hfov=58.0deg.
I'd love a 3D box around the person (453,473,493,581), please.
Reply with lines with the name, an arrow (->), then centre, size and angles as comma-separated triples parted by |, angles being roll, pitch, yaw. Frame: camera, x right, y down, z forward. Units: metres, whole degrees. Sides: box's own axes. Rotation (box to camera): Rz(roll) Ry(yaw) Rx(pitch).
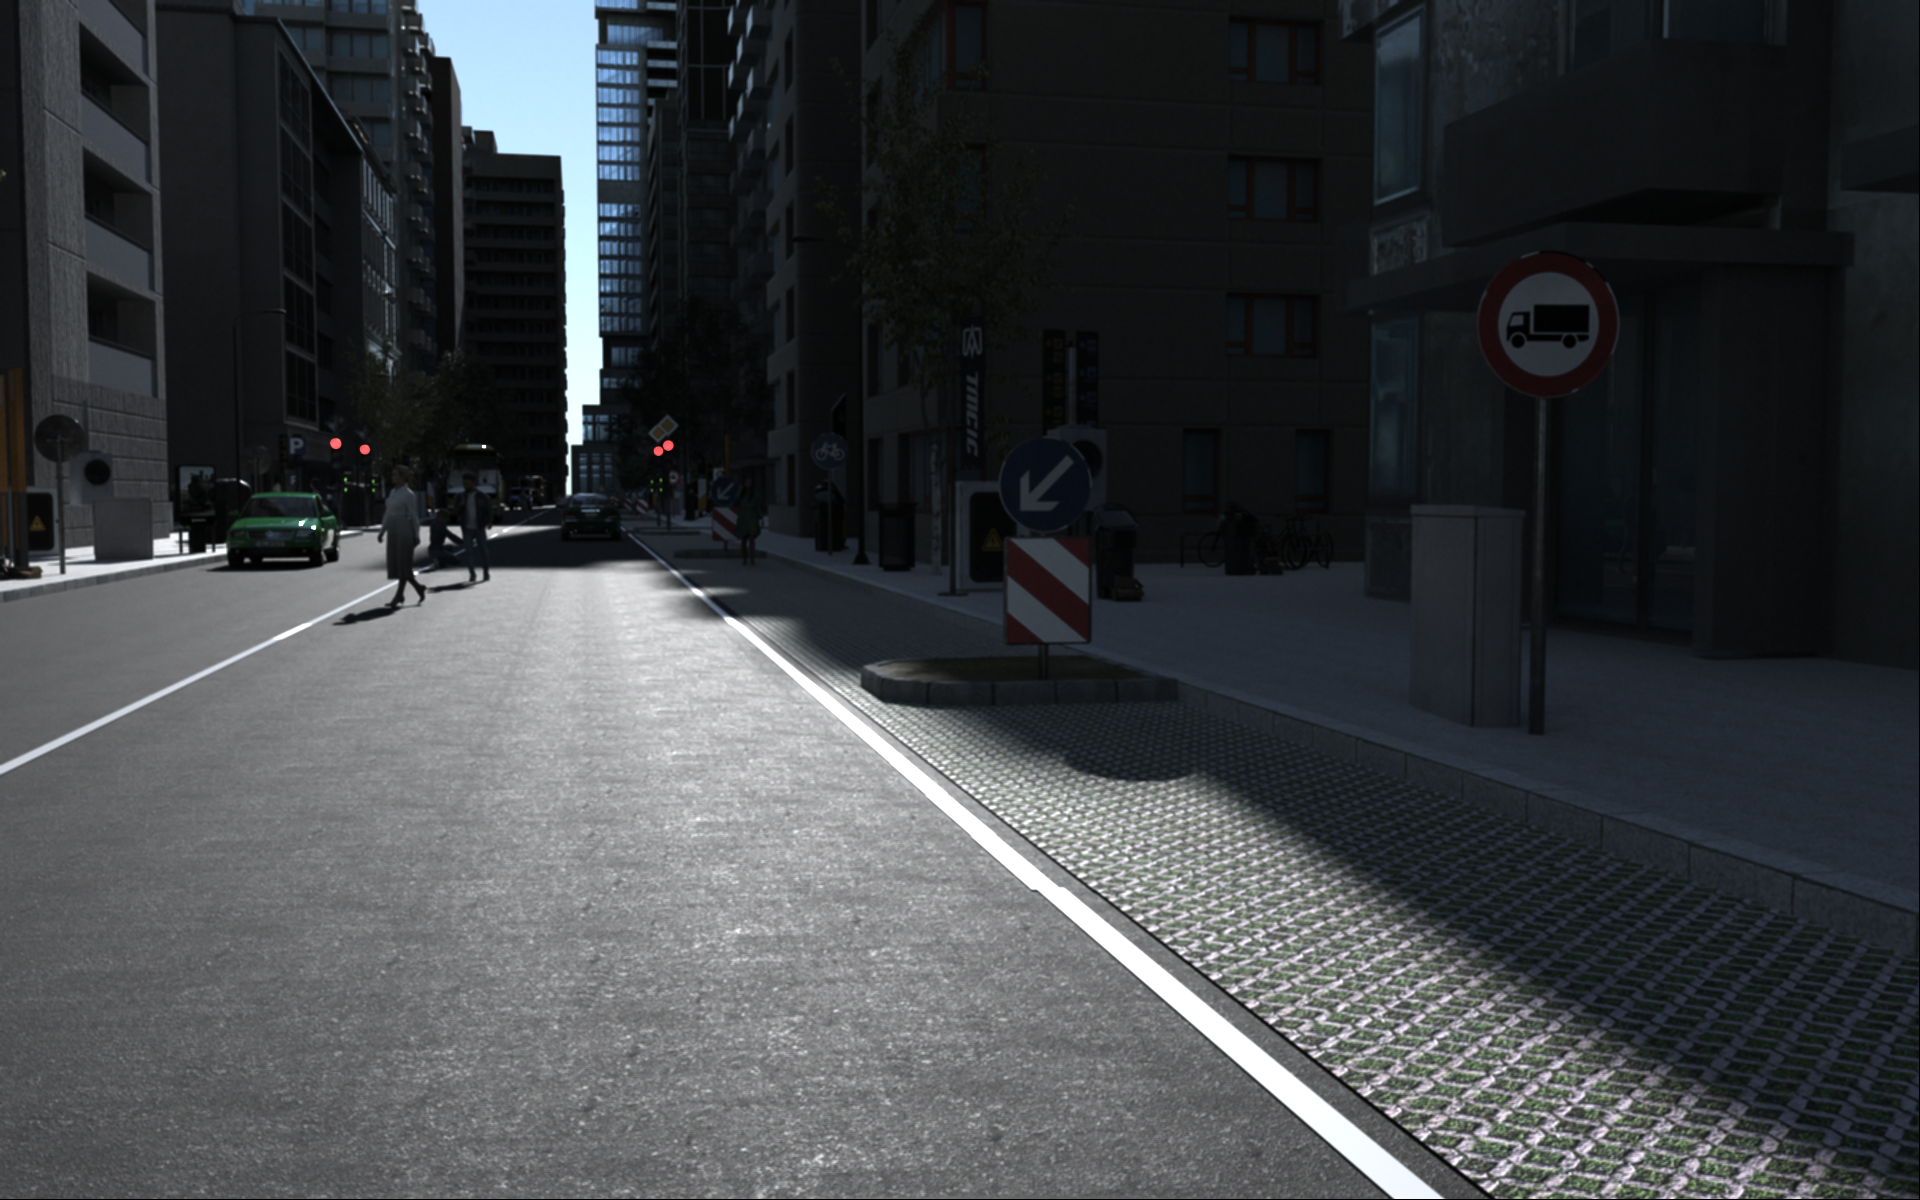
person -> -8.004, -1.202, 28.494 | 0.623, 1.781, 0.721 | -1, 4, -19

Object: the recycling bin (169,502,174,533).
recycling bin -> -26.320, -2.707, 56.806 | 0.722, 1.027, 0.722 | 0, 4, 3

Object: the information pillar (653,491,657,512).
information pillar -> -21.355, -7.960, 121.498 | 0.183, 3.616, 0.504 | 3, 4, 37

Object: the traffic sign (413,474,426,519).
traffic sign -> -28.073, -5.374, 89.996 | 0.606, 2.300, 0.079 | -1, 4, -12

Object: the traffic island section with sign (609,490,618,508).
traffic island section with sign -> -23.036, -6.791, 119.657 | 1.989, 1.847, 2.006 | -1, 4, -12

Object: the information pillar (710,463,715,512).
information pillar -> -17.974, -8.191, 125.274 | 0.504, 3.616, 0.183 | -3, 4, -36

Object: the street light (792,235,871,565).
street light -> -2.329, -3.597, 31.356 | 1.470, 5.913, 1.316 | -1, 4, -12

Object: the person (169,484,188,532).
person -> -28.242, -3.333, 63.217 | 1.509, 1.804, 0.699 | 0, 4, -7

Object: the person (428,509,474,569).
person -> -10.000, -1.199, 33.598 | 0.738, 1.151, 1.012 | -3, 5, -41

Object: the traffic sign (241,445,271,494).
traffic sign -> -18.410, -2.765, 45.314 | 0.768, 2.556, 0.104 | 0, 4, -4

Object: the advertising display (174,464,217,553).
advertising display -> -16.664, -1.993, 37.793 | 0.123, 1.923, 0.974 | 2, 4, 27

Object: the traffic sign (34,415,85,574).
traffic sign -> -14.420, -1.691, 27.762 | 0.768, 2.556, 0.104 | 0, 4, -8

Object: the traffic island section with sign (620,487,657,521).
traffic island section with sign -> -17.200, -5.157, 92.947 | 1.989, 1.847, 2.006 | -1, 4, -12

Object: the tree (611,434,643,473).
tree -> -40.081, -15.807, 208.800 | 4.360, 8.622, 3.978 | 0, 3, 0

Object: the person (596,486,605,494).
person -> -15.659, -4.091, 75.573 | 0.537, 1.800, 0.526 | 1, 4, 13

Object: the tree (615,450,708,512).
tree -> -20.266, -8.136, 116.734 | 4.285, 4.588, 4.351 | 0, 3, 0

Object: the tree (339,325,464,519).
tree -> -25.201, -7.690, 76.095 | 4.737, 8.622, 4.395 | 0, 3, 0

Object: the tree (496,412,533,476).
tree -> -56.914, -17.712, 215.353 | 9.928, 11.665, 9.643 | 0, 3, 0

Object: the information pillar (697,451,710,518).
information pillar -> -13.977, -6.262, 93.745 | 0.504, 3.616, 0.183 | 1, 4, 18

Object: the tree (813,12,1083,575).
tree -> -0.320, -4.684, 26.943 | 4.737, 8.622, 4.395 | 0, 3, 0

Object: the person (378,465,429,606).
person -> -7.158, -0.832, 22.334 | 0.641, 1.798, 0.478 | -3, 5, -43

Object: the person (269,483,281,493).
person -> -23.784, -3.152, 60.226 | 0.537, 1.800, 0.526 | -1, 4, -15

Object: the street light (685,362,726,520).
street light -> -8.851, -5.427, 61.266 | 1.470, 5.913, 1.316 | -1, 4, -12

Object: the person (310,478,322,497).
person -> -16.204, -2.136, 43.428 | 0.388, 1.821, 0.555 | -2, 4, -33

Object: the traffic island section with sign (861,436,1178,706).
traffic island section with sign -> 0.324, -0.244, 12.617 | 1.989, 1.847, 2.006 | -1, 4, -12

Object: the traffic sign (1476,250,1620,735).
traffic sign -> 3.080, -0.555, 9.177 | 0.768, 2.556, 0.104 | 0, 4, -4

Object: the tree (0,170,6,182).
tree -> -13.153, -4.266, 20.118 | 4.360, 8.622, 3.978 | 0, 3, 0

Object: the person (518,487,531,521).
person -> -23.022, -5.061, 91.582 | 0.599, 1.781, 0.374 | 1, 4, 21

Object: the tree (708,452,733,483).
tree -> -18.455, -8.816, 127.856 | 4.285, 4.588, 4.351 | 0, 3, 0

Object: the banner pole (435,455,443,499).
banner pole -> -33.166, -7.357, 110.302 | 0.401, 3.779, 0.863 | 1, 4, 23

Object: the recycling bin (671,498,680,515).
recycling bin -> -17.900, -5.826, 107.806 | 0.722, 1.027, 0.722 | 2, 4, 28

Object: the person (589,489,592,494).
person -> -29.682, -8.016, 139.576 | 0.388, 1.821, 0.555 | 0, 4, -4

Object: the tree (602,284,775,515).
tree -> -11.183, -8.761, 77.649 | 7.601, 10.594, 8.767 | 0, 4, 1

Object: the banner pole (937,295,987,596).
banner pole -> 0.054, -1.936, 21.667 | 0.401, 3.779, 0.863 | -3, 5, -39

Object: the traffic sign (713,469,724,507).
traffic sign -> -9.457, -4.061, 68.527 | 0.606, 2.300, 0.079 | 0, 4, -8

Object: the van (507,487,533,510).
van -> -39.771, -9.320, 156.773 | 2.240, 2.365, 5.245 | -1, 4, -12

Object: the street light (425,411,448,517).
street light -> -29.156, -7.573, 96.367 | 1.470, 5.913, 1.316 | -1, 4, -12

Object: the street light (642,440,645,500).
street light -> -20.252, -8.621, 113.501 | 1.470, 5.913, 1.316 | -1, 4, -12

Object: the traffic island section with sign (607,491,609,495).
traffic island section with sign -> -33.668, -9.768, 168.331 | 1.989, 1.847, 2.006 | -1, 4, -12

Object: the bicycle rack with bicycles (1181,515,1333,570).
bicycle rack with bicycles -> 5.296, -1.013, 29.946 | 2.925, 0.926, 2.852 | -2, 4, -29

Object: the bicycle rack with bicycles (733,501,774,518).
bicycle rack with bicycles -> -10.865, -4.530, 87.450 | 2.925, 0.926, 2.852 | 3, 4, 36

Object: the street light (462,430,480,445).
street light -> -35.454, -9.349, 125.399 | 1.470, 5.913, 1.316 | -1, 4, -12

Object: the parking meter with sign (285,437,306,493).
parking meter with sign -> -20.637, -3.513, 53.699 | 0.543, 3.016, 1.738 | -2, 4, -26

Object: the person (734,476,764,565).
person -> -4.231, -1.585, 34.666 | 0.600, 1.795, 0.529 | -1, 4, -15

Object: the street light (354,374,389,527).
street light -> -22.735, -5.772, 66.921 | 1.470, 5.913, 1.316 | -1, 4, -12

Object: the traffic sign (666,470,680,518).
traffic sign -> -15.116, -5.581, 91.359 | 0.768, 2.556, 0.104 | 0, 4, -3

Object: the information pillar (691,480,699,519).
information pillar -> -13.400, -5.083, 87.606 | 0.304, 2.012, 0.304 | -2, 4, -25

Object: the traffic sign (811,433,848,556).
traffic sign -> -2.701, -2.197, 36.029 | 0.768, 2.556, 0.104 | 0, 4, -5

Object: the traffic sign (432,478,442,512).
traffic sign -> -32.456, -6.444, 107.485 | 0.606, 2.300, 0.079 | 0, 4, -4

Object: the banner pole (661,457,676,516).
banner pole -> -17.059, -6.828, 101.658 | 0.863, 3.779, 0.401 | 0, 4, 7

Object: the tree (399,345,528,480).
tree -> -38.273, -13.247, 133.598 | 9.611, 12.733, 9.660 | 0, 3, 0

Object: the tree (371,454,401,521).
tree -> -27.287, -5.375, 82.486 | 1.663, 3.219, 1.824 | 0, 3, 0

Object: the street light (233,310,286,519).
street light -> -17.658, -4.350, 43.662 | 1.470, 5.913, 1.316 | -1, 4, -12

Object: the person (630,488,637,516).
person -> -20.858, -6.240, 110.747 | 0.641, 1.798, 0.478 | 3, 4, 36

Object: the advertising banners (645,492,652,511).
advertising banners -> -24.112, -8.481, 134.849 | 0.090, 3.025, 2.074 | -2, 4, -34

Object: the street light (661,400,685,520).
street light -> -13.868, -6.831, 84.230 | 1.470, 5.913, 1.316 | -1, 4, -12

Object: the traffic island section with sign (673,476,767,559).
traffic island section with sign -> -5.454, -1.864, 39.099 | 1.989, 1.847, 2.006 | -1, 4, -12

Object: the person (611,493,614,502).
person -> -27.148, -7.594, 135.257 | 0.503, 1.515, 0.523 | 2, 4, 32

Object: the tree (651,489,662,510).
tree -> -24.108, -8.805, 138.560 | 1.663, 3.219, 1.824 | 0, 3, 0

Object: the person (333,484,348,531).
person -> -23.150, -3.404, 64.252 | 0.767, 1.812, 0.694 | 0, 4, 3
